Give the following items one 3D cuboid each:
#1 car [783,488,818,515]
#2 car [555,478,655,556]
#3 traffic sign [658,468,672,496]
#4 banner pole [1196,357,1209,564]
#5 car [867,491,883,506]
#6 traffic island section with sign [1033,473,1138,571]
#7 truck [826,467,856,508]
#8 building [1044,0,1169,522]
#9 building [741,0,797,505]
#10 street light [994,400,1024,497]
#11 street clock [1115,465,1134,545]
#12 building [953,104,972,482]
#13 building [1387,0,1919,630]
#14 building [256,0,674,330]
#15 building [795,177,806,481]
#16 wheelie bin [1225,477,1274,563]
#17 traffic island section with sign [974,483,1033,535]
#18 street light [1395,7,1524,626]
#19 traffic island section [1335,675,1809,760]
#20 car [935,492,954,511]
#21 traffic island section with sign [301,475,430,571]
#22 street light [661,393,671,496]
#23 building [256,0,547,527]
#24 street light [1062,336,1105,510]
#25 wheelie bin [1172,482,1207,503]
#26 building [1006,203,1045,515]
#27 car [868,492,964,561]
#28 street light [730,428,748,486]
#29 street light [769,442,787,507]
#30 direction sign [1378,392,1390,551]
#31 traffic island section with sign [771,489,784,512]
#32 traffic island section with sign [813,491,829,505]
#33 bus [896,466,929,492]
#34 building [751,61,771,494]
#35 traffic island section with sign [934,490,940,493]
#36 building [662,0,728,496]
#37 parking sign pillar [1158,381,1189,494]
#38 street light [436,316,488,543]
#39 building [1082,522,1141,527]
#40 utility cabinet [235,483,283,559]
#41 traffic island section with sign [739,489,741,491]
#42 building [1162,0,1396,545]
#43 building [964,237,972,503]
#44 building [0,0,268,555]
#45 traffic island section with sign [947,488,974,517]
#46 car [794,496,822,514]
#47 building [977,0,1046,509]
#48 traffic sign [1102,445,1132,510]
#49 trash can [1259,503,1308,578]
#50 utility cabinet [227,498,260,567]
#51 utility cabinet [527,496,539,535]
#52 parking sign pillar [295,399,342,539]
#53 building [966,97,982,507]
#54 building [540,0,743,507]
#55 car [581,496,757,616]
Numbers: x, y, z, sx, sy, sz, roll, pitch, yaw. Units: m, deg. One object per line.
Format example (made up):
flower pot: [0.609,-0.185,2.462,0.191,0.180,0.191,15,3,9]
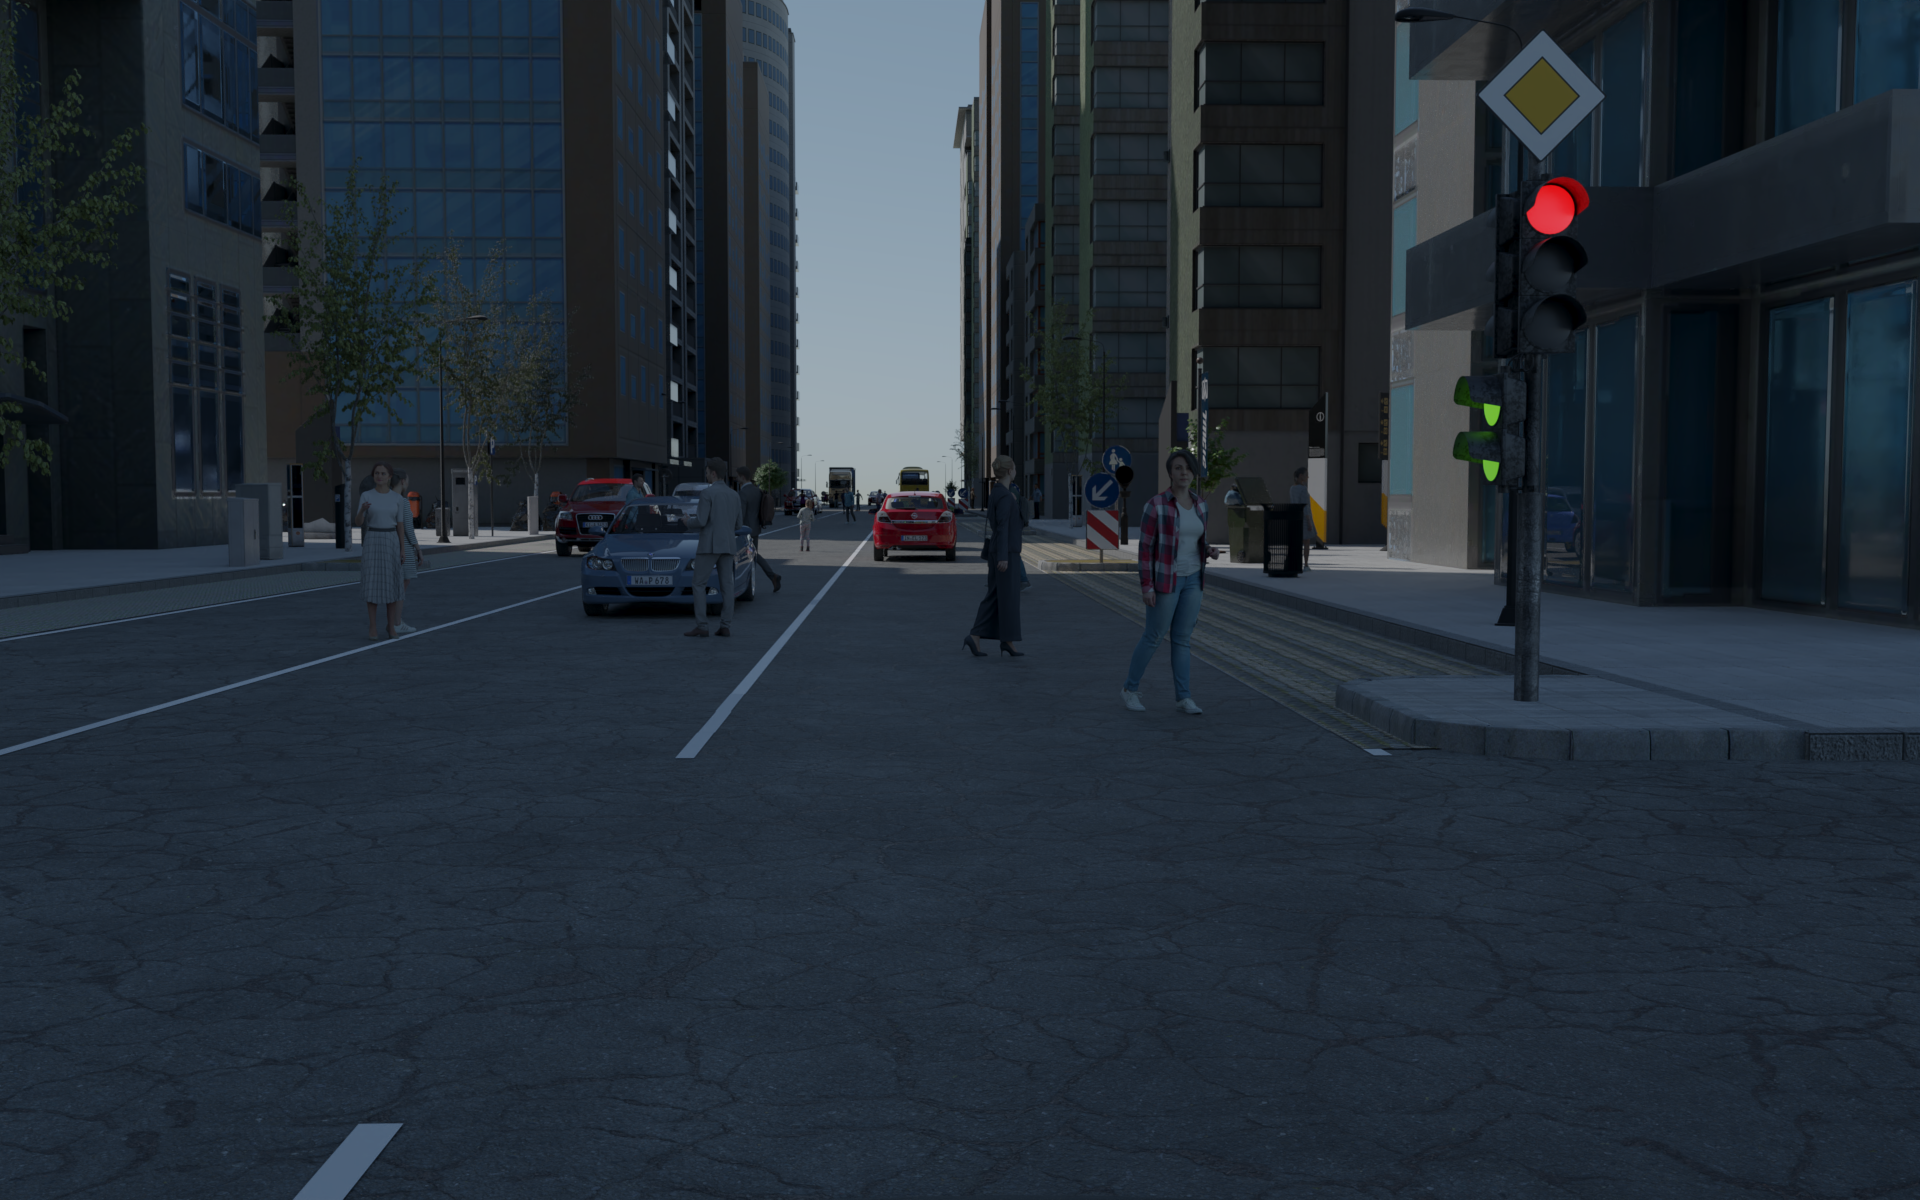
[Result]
car: [-10.801,-6.668,117.691,2.281,1.827,5.304,0,4,-1]
car: [-8.394,-2.016,41.640,2.281,1.827,5.304,0,4,-4]
traffic sign: [-14.599,-5.230,85.609,0.768,2.556,0.104,0,4,2]
banner pole: [4.412,-2.540,31.550,0.401,3.779,0.863,0,4,-6]
car: [-10.358,-12.605,214.766,2.281,1.827,5.304,0,4,-1]
traffic island section with sign: [2.502,-1.481,32.840,1.989,1.847,2.006,0,4,-2]
truck: [-12.398,-11.803,181.891,2.839,4.237,11.283,0,4,-1]
building: [11.580,-25.188,95.418,14.154,41.232,14.086,0,4,-2]
building: [-30.093,-40.089,197.449,21.231,58.520,28.212,0,4,-2]
street light: [2.584,-6.928,85.807,1.470,5.913,1.316,0,4,-2]
street clock: [4.148,-2.391,43.660,0.471,2.002,0.358,1,4,11]
building: [13.801,-39.250,230.980,28.713,52.752,27.495,0,4,-2]
building: [21.505,-24.692,23.319,30.456,49.044,23.786,0,4,-2]
building: [-28.572,-29.342,99.343,23.786,49.044,30.456,0,4,-2]
building: [-32.693,-37.176,227.437,23.786,49.044,30.456,0,4,-2]
wheelie bin: [5.350,-1.489,32.251,0.980,1.594,0.693,-2,4,-28]
traffic island section with sign: [1.609,-3.178,60.586,1.989,1.847,2.006,0,4,-2]
street light: [4.848,-2.703,16.730,1.470,5.913,1.316,0,4,-2]
traffic island section: [3.541,0.704,10.766,2.009,0.180,2.903,0,4,-2]
car: [-1.113,-2.197,45.512,1.945,1.707,3.694,0,4,-2]
traffic island section with sign: [-11.226,-1.489,32.977,1.989,1.847,2.006,0,4,-2]
street light: [-14.183,-6.548,79.605,1.470,5.913,1.316,0,4,-2]
building: [-20.402,-25.844,72.657,14.600,45.320,14.200,0,4,-2]
street light: [3.700,-4.805,51.106,1.470,5.913,1.316,0,4,-2]
wheelie bin: [5.115,-1.925,39.385,0.980,1.594,0.693,1,4,9]
building: [17.803,-16.701,118.108,27.650,21.520,28.899,0,4,-2]
car: [-0.984,-1.802,38.506,2.155,1.783,4.494,0,4,-1]
street light: [-15.462,-9.082,121.033,1.470,5.913,1.316,0,4,-2]
street light: [-16.548,-11.185,155.411,1.470,5.913,1.316,0,4,-2]
direction sign: [9.638,-2.867,38.873,0.876,3.537,0.379,-3,5,-44]
traffic island section with sign: [-14.588,-7.868,137.272,1.989,1.847,2.006,0,4,-2]
traffic island section with sign: [-17.234,-12.909,219.694,1.989,1.847,2.006,0,4,-2]
bus: [-4.174,-9.934,153.971,2.896,3.916,12.252,0,4,-3]
building: [-26.815,-32.204,176.651,14.600,45.320,14.200,0,4,-2]
traffic island section with sign: [-0.821,-7.795,136.083,1.989,1.847,2.006,0,4,-2]
building: [-27.650,-41.954,124.195,20.563,71.187,20.611,0,4,-2]
parking sign pillar: [5.145,-3.266,41.874,1.447,3.967,1.447,0,4,-6]
street light: [-12.988,-4.446,45.231,1.470,5.913,1.316,0,4,-2]
building: [11.900,-23.819,73.029,14.154,41.232,14.086,0,4,-2]
utility cabinet: [-13.794,-1.552,34.059,1.173,1.500,0.318,3,4,38]
traffic island section with sign: [-13.717,-6.212,110.196,1.989,1.847,2.006,0,4,-2]
building: [12.802,-17.024,50.043,14.160,30.474,14.107,0,4,-2]
building: [7.389,-25.971,196.322,14.160,30.474,14.107,0,4,-2]
building: [-27.380,-43.784,28.538,22.319,86.520,31.000,0,4,-2]
traffic island section with sign: [0.063,-6.113,108.576,1.989,1.847,2.006,0,4,-2]
car: [-11.238,-7.086,128.219,2.083,1.381,4.827,0,3,0]
building: [8.893,-30.792,153.559,14.600,45.320,14.200,0,4,-2]
traffic sign: [4.103,-2.769,45.373,0.768,2.556,0.104,0,4,0]
trash can: [4.991,-0.922,26.734,0.748,1.137,0.748,0,3,0]
utility cabinet: [-12.829,-1.216,31.041,0.306,1.237,1.020,0,4,-8]
utility cabinet: [-13.551,-2.678,54.940,0.306,1.237,1.020,-1,4,-17]
parking sign pillar: [-18.356,-3.739,49.597,1.447,3.967,1.447,1,4,22]
building: [8.178,-30.480,181.942,14.154,41.232,14.086,0,4,-2]
building: [-25.432,-30.164,143.290,14.600,45.320,14.200,0,4,-2]
car: [-3.592,-0.607,21.930,2.014,1.417,4.499,0,4,-1]
